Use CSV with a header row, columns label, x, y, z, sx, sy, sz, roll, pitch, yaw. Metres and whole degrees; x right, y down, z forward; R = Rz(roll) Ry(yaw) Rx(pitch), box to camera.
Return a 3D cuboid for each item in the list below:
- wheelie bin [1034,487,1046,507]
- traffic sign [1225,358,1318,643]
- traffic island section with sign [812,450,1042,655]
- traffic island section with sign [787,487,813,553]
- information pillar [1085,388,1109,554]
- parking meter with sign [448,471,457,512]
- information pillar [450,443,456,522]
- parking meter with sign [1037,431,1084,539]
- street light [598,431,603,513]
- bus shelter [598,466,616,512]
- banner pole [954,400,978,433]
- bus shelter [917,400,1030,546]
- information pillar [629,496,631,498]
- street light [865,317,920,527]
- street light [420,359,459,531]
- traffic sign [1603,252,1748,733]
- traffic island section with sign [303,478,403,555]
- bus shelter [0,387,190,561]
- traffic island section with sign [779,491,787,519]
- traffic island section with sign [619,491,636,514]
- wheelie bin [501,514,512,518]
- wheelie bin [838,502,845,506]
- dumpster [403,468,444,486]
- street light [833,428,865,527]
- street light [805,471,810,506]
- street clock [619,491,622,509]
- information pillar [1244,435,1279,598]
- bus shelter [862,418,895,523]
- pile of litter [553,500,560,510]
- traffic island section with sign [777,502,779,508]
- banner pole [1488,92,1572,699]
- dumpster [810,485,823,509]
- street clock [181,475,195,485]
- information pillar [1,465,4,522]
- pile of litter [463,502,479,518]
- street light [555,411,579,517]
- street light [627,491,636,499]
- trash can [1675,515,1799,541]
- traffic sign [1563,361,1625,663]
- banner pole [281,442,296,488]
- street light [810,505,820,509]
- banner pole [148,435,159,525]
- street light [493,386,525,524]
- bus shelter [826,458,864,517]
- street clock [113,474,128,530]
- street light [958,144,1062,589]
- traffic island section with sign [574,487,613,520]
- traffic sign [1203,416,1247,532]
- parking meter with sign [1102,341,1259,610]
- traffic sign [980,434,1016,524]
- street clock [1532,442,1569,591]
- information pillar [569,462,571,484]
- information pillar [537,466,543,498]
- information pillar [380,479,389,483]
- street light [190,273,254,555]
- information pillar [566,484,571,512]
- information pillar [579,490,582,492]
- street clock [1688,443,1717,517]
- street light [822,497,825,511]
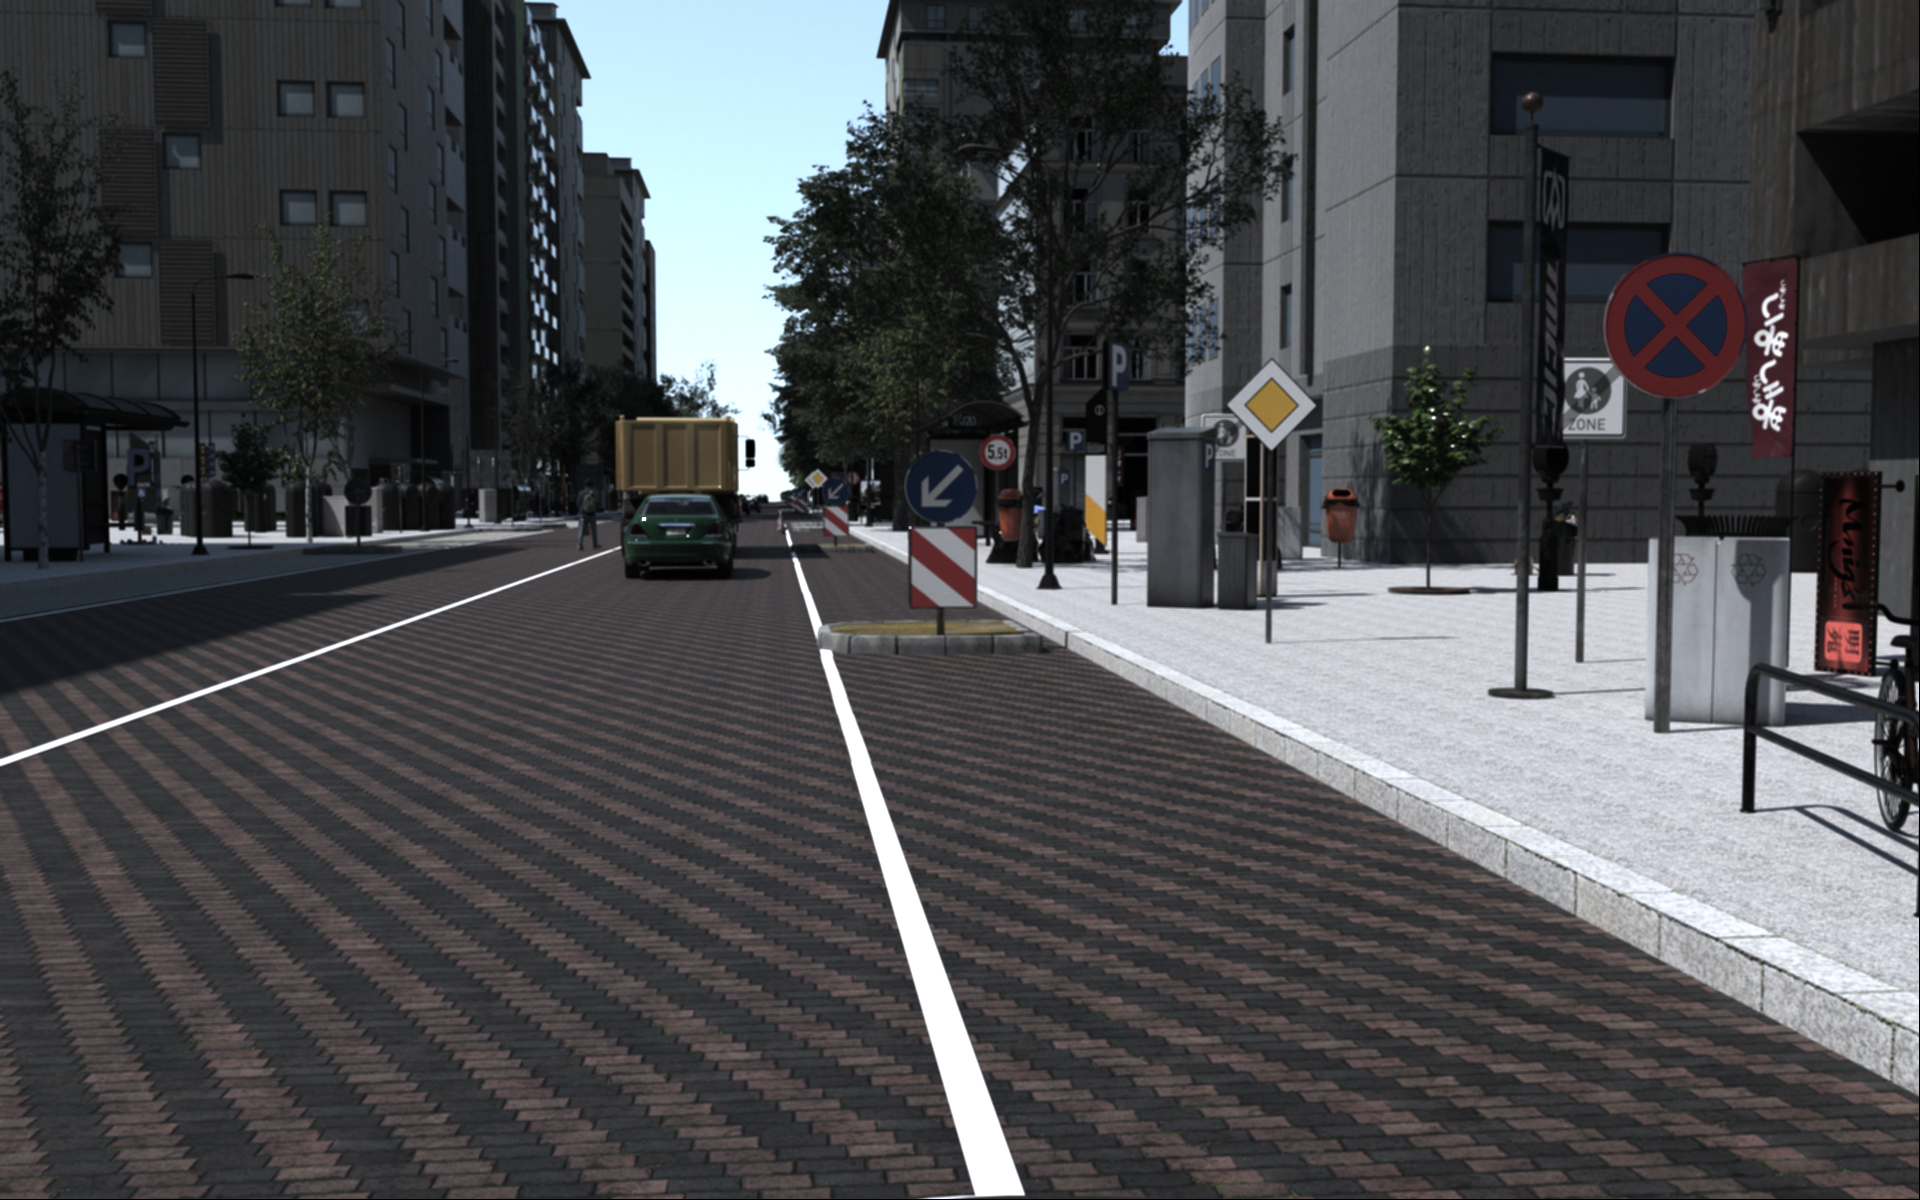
label,x,y,z,sx,sy,sz,roll,pitch,yaw
wheelie bin,3.404,-4.252,77.435,0.980,1.594,0.693,0,4,5
traffic sign,2.652,-0.835,14.831,0.795,2.450,0.064,0,4,-4
traffic island section with sign,-0.352,-0.476,16.410,1.989,1.847,2.006,0,4,-6
traffic island section with sign,-3.231,-2.115,43.211,1.989,1.847,2.006,0,4,-6
information pillar,2.926,-2.792,37.008,0.504,3.616,0.183,2,4,28
parking meter with sign,-35.398,-7.627,120.959,0.543,3.016,1.738,-1,4,-14
information pillar,-23.082,-5.345,78.751,0.183,3.616,0.504,-1,4,-12
parking meter with sign,2.762,-3.202,48.621,0.543,3.016,1.738,-2,4,-29
street light,-24.274,-8.980,119.359,1.470,5.913,1.316,0,4,-6
bus shelter,-25.754,-7.928,123.538,2.014,3.302,5.546,0,4,-6
banner pole,0.111,-3.429,46.081,0.863,3.779,0.401,-2,4,-24
bus shelter,0.245,-2.822,40.058,2.014,3.302,5.546,0,4,-6
information pillar,-27.848,-9.499,146.655,0.183,3.616,0.504,-3,5,-43
street light,-1.656,-4.465,45.538,1.470,5.913,1.316,0,4,-6
street light,-17.886,-5.319,59.502,1.470,5.913,1.316,0,4,-6
traffic sign,3.776,-0.559,9.243,0.768,2.556,0.104,0,4,-1
traffic island section with sign,-14.549,-2.021,41.679,1.989,1.847,2.006,0,4,-6
bus shelter,-17.719,-2.541,35.477,2.014,3.302,5.546,0,4,-6
traffic island section with sign,-9.157,-5.496,98.486,1.989,1.847,2.006,0,4,-6
traffic island section with sign,-23.378,-7.058,124.019,1.989,1.847,2.006,0,4,-6
wheelie bin,-24.689,-5.266,94.013,0.693,1.594,0.980,-1,4,-22
wheelie bin,-6.419,-5.320,94.896,0.693,1.594,0.980,0,4,-3
dumpster,-20.082,-3.813,64.842,1.502,2.255,1.985,0,4,-6
street light,-4.115,-5.828,67.836,1.470,5.913,1.316,0,4,-6
street light,-10.584,-9.496,127.803,1.470,5.913,1.316,0,4,-6
street clock,-28.756,-8.709,146.962,0.471,2.002,0.358,-1,4,-12
information pillar,3.745,-1.043,21.541,0.304,2.012,0.304,-3,4,-38
bus shelter,-3.413,-6.320,80.970,2.179,5.291,8.768,0,4,-6
pile of litter,-32.227,-7.634,138.781,1.719,0.858,1.176,1,4,16
traffic island section with sign,-12.028,-7.135,125.289,1.989,1.847,2.006,0,4,-6
banner pole,3.715,-1.288,11.080,0.401,3.779,0.863,3,5,40
dumpster,-12.151,-8.957,148.932,1.502,2.255,1.985,0,4,-6
street clock,-29.181,-3.726,65.495,0.471,2.002,0.358,-1,4,-23
information pillar,-23.724,-2.375,43.327,0.304,2.012,0.304,3,4,38
pile of litter,-25.756,-4.785,92.200,1.176,0.858,1.719,3,5,41
street light,-22.027,-7.615,97.038,1.470,5.913,1.316,0,4,-6
street light,-26.688,-10.344,141.662,1.470,5.913,1.316,0,4,-6
trash can,5.105,0.014,11.431,0.748,1.137,0.748,0,3,0
traffic sign,4.718,-0.672,13.119,0.606,2.300,0.079,0,4,-2
banner pole,-32.487,-5.748,83.990,0.863,3.779,0.401,-1,4,-8
street light,-8.239,-8.132,105.493,1.470,5.913,1.316,0,4,-6
banner pole,-33.780,-5.054,72.651,0.401,3.779,0.863,0,4,3
street light,-19.439,-6.251,74.745,1.470,5.913,1.316,0,4,-6
bus shelter,-6.677,-6.503,100.248,2.014,3.302,5.546,0,4,-6
street clock,-29.805,-3.484,61.542,0.471,2.002,0.358,-2,4,-33
street light,0.669,-3.100,23.225,1.470,5.913,1.316,0,4,-6
traffic island section with sign,-20.452,-5.387,96.709,1.989,1.847,2.006,0,4,-6
traffic sign,3.395,-1.234,22.298,0.606,2.300,0.079,0,4,-6
parking meter with sign,2.508,-1.427,19.596,1.738,3.016,0.543,2,4,30
traffic sign,0.804,-2.258,37.022,0.768,2.556,0.104,0,4,1
street clock,7.816,-1.125,22.966,0.471,2.002,0.358,-2,4,-33
information pillar,-28.224,-8.250,126.248,0.504,3.616,0.183,-2,4,-32
information pillar,-34.189,-9.158,141.088,0.504,3.616,0.183,-1,4,-19
information pillar,-27.185,-4.731,81.837,0.304,2.012,0.304,-3,5,-45
street light,-15.545,-3.914,36.527,1.470,5.913,1.316,0,4,-6
information pillar,-27.970,-7.285,123.599,0.304,2.012,0.304,-2,4,-33
information pillar,-32.592,-8.800,148.371,0.304,2.012,0.304,3,4,37
street clock,10.527,-1.225,24.604,0.358,2.002,0.471,3,5,45
street light,-5.695,-6.736,82.679,1.470,5.913,1.316,0,4,-6
